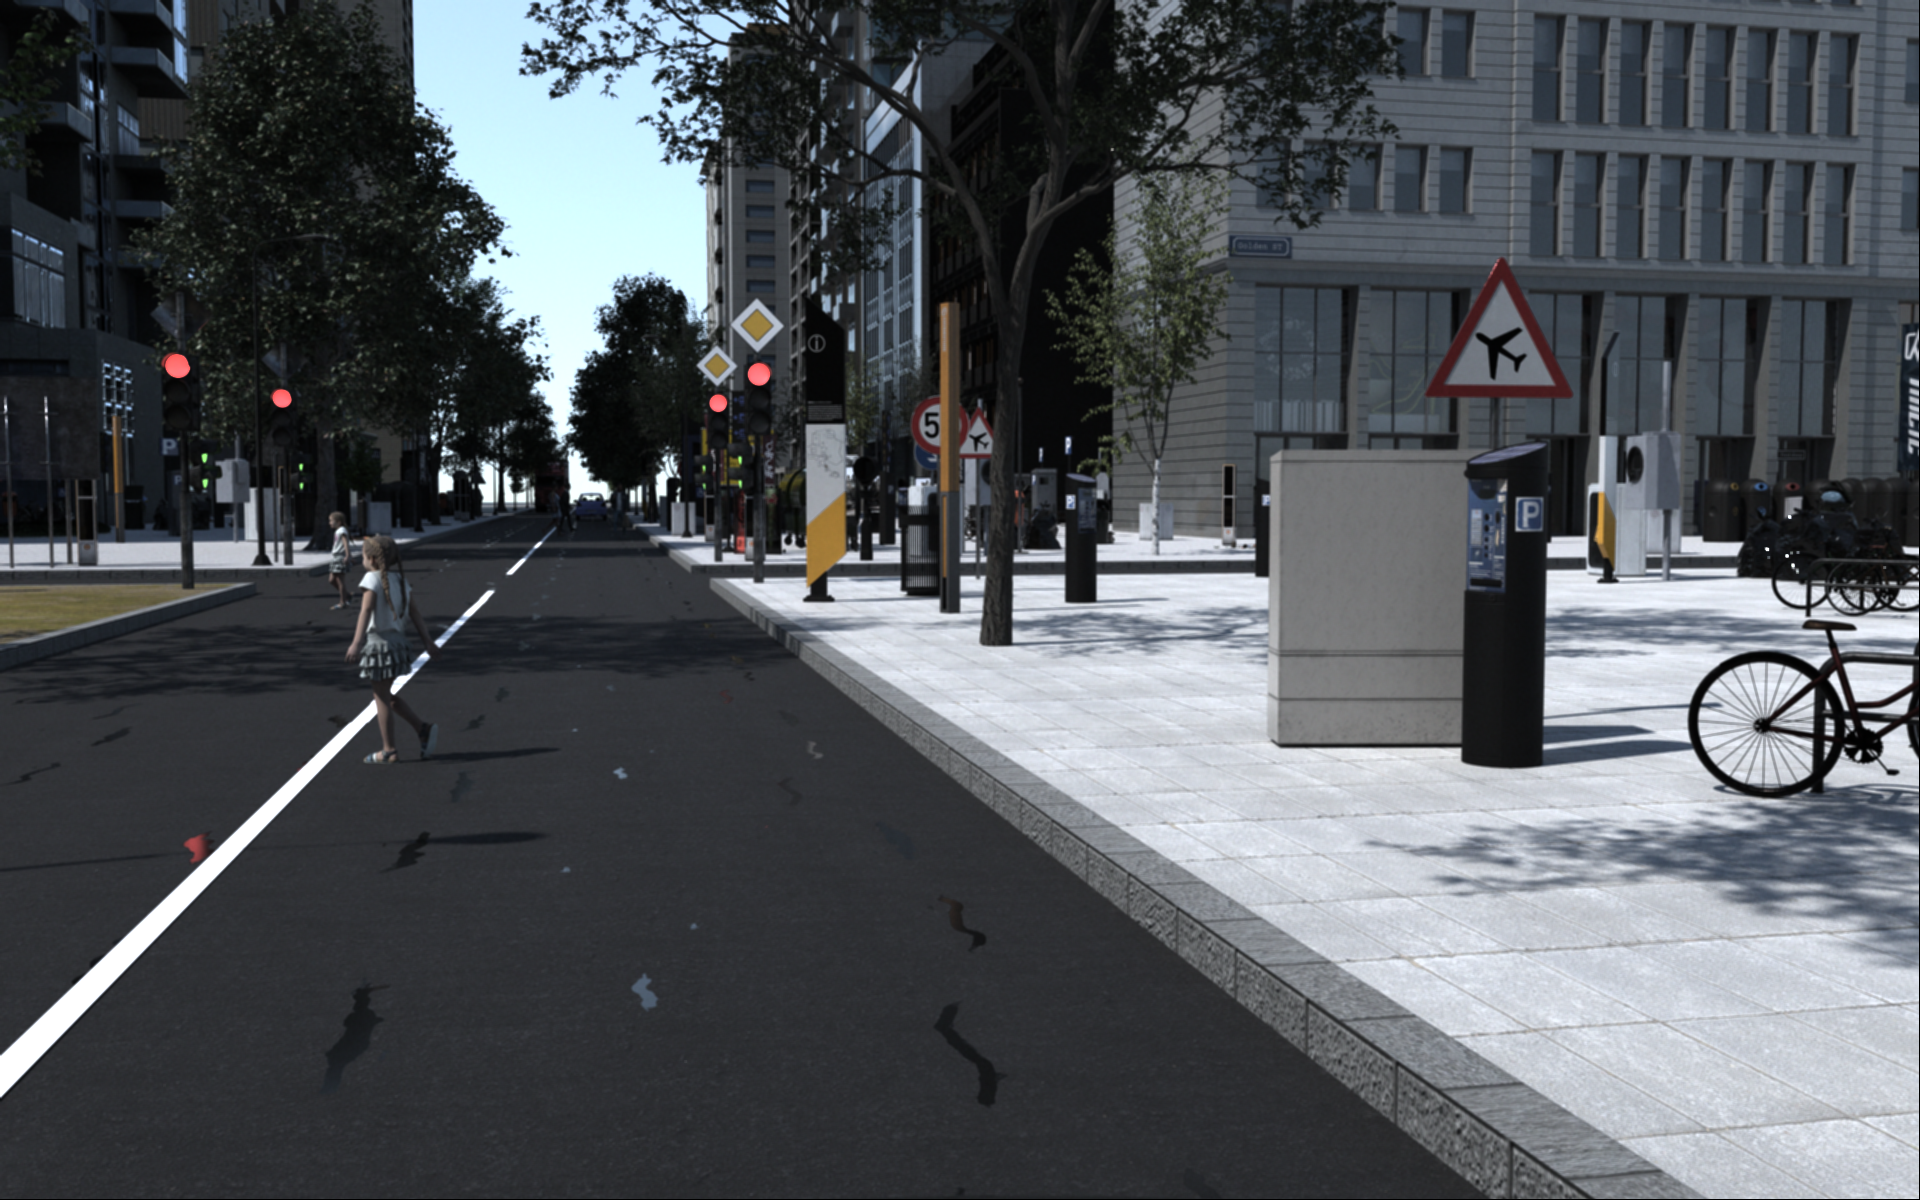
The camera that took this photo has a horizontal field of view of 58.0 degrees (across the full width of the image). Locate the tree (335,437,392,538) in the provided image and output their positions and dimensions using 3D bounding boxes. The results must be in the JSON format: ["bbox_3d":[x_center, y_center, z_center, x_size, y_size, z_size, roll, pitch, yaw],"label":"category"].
[{"bbox_3d":[-17.817,-3.475,51.418,1.663,3.219,1.824,0,3,0],"label":"tree"}]

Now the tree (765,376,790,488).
[{"bbox_3d":[-12.227,-9.524,106.080,4.737,8.622,4.395,0,3,0],"label":"tree"}]

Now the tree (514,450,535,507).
[{"bbox_3d":[-42.688,-13.542,171.768,4.737,8.622,4.395,0,3,0],"label":"tree"}]

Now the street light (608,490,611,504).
[{"bbox_3d":[-24.742,-9.403,126.276,1.470,5.913,1.316,-1,4,-12],"label":"street light"}]

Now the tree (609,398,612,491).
[{"bbox_3d":[-18.490,-9.204,100.850,4.737,8.622,4.395,0,3,0],"label":"tree"}]

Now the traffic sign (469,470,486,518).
[{"bbox_3d":[-25.496,-5.602,91.602,0.884,2.594,0.081,-1,4,-11],"label":"traffic sign"}]

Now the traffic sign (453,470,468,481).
[{"bbox_3d":[-26.268,-5.561,91.026,0.768,2.556,0.104,0,4,-8],"label":"traffic sign"}]

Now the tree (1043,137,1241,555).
[{"bbox_3d":[4.025,-5.255,36.285,4.737,8.622,4.395,0,3,0],"label":"tree"}]

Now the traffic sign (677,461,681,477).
[{"bbox_3d":[-9.681,-3.771,61.770,0.768,2.556,0.104,0,4,-5],"label":"traffic sign"}]

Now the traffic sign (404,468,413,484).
[{"bbox_3d":[-26.740,-5.167,84.584,0.768,2.556,0.104,0,4,-5],"label":"traffic sign"}]

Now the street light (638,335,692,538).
[{"bbox_3d":[-8.588,-4.789,50.848,1.470,5.913,1.316,-1,4,-12],"label":"street light"}]

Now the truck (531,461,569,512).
[{"bbox_3d":[-33.071,-9.261,140.336,2.839,4.237,11.283,-1,4,-11],"label":"truck"}]

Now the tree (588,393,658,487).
[{"bbox_3d":[-39.110,-17.085,197.473,7.486,12.596,7.792,0,3,0],"label":"tree"}]

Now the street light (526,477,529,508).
[{"bbox_3d":[-33.834,-9.855,133.664,1.470,5.913,1.316,-1,4,-12],"label":"street light"}]

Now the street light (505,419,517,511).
[{"bbox_3d":[-28.075,-8.194,106.507,1.470,5.913,1.316,-1,4,-12],"label":"street light"}]

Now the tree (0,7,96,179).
[{"bbox_3d":[-9.826,-5.349,13.212,9.928,11.665,9.643,0,3,0],"label":"tree"}]

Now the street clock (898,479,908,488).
[{"bbox_3d":[-2.695,-4.720,81.737,0.358,2.002,0.471,-3,4,-38],"label":"street clock"}]

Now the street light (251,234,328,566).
[{"bbox_3d":[-11.999,-3.577,31.020,1.470,5.913,1.316,-1,4,-12],"label":"street light"}]

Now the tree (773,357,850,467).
[{"bbox_3d":[-8.241,-8.811,94.429,4.360,8.622,3.978,0,3,0],"label":"tree"}]

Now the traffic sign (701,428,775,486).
[{"bbox_3d":[-6.818,-3.632,53.256,2.265,3.308,0.079,0,4,-7],"label":"traffic sign"}]

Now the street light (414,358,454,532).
[{"bbox_3d":[-17.729,-5.252,58.419,1.470,5.913,1.316,-1,4,-12],"label":"street light"}]

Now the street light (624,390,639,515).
[{"bbox_3d":[-14.347,-6.442,77.875,1.470,5.913,1.316,-1,4,-12],"label":"street light"}]

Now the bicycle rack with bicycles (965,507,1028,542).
[{"bbox_3d":[0.170,-2.080,47.395,2.925,0.926,2.852,1,4,23],"label":"bicycle rack with bicycles"}]

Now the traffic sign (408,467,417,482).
[{"bbox_3d":[-24.723,-4.834,79.043,0.884,2.594,0.081,0,4,-7],"label":"traffic sign"}]

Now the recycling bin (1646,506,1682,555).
[{"bbox_3d":[14.961,-1.497,37.027,0.722,1.027,0.722,1,4,9],"label":"recycling bin"}]

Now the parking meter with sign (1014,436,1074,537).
[{"bbox_3d":[2.514,-3.413,52.069,1.738,3.016,0.543,-1,4,-17],"label":"parking meter with sign"}]

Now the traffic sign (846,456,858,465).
[{"bbox_3d":[-2.983,-2.662,45.650,0.606,2.300,0.079,0,4,-3],"label":"traffic sign"}]

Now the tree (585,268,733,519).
[{"bbox_3d":[-15.800,-10.460,88.025,9.611,12.733,9.660,0,3,0],"label":"tree"}]

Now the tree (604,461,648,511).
[{"bbox_3d":[-25.851,-9.204,134.206,4.285,4.588,4.351,0,3,0],"label":"tree"}]

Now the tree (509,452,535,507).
[{"bbox_3d":[-44.410,-13.934,178.188,4.360,8.622,3.978,0,3,0],"label":"tree"}]

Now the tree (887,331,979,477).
[{"bbox_3d":[-1.431,-7.788,77.696,4.360,8.622,3.978,0,3,0],"label":"tree"}]

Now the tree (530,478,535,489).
[{"bbox_3d":[-53.323,-14.582,222.129,4.285,4.588,4.351,0,3,0],"label":"tree"}]

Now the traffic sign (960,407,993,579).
[{"bbox_3d":[0.271,-1.589,25.980,0.884,2.594,0.081,-1,4,-10],"label":"traffic sign"}]

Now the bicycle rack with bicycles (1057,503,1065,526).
[{"bbox_3d":[3.830,-3.406,69.077,2.925,0.926,2.852,-1,4,-18],"label":"bicycle rack with bicycles"}]

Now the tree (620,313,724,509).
[{"bbox_3d":[-11.722,-7.378,70.993,4.360,8.622,3.978,0,3,0],"label":"tree"}]

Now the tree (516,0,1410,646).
[{"bbox_3d":[0.261,-4.871,14.060,8.767,10.594,7.601,0,4,4],"label":"tree"}]

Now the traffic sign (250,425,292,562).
[{"bbox_3d":[-12.853,-1.987,32.489,0.884,2.594,0.081,0,4,-4],"label":"traffic sign"}]

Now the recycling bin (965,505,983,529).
[{"bbox_3d":[0.531,-3.091,63.085,0.722,1.027,0.722,0,4,-1],"label":"recycling bin"}]

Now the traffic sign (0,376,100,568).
[{"bbox_3d":[-16.103,-2.207,29.956,2.265,3.308,0.079,-1,4,-10],"label":"traffic sign"}]

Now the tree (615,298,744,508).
[{"bbox_3d":[-10.224,-6.952,64.027,4.737,8.622,4.395,0,3,0],"label":"tree"}]

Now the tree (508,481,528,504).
[{"bbox_3d":[-39.969,-9.877,156.093,1.663,3.219,1.824,0,3,0],"label":"tree"}]

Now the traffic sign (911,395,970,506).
[{"bbox_3d":[-0.260,-1.368,22.470,0.768,2.556,0.104,0,4,-5],"label":"traffic sign"}]

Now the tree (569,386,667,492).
[{"bbox_3d":[-31.293,-15.490,159.916,9.857,13.997,8.962,0,3,0],"label":"tree"}]

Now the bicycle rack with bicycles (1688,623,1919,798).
[{"bbox_3d":[4.961,0.372,7.305,2.925,0.926,2.852,3,5,42],"label":"bicycle rack with bicycles"}]

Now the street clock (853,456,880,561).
[{"bbox_3d":[-1.808,-1.766,33.450,0.471,2.002,0.358,1,4,22],"label":"street clock"}]

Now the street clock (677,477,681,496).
[{"bbox_3d":[-12.273,-4.287,74.660,0.471,2.002,0.358,-3,5,-41],"label":"street clock"}]

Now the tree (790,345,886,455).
[{"bbox_3d":[-5.453,-8.260,85.418,4.737,8.622,4.395,0,3,0],"label":"tree"}]

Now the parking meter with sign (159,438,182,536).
[{"bbox_3d":[-24.040,-3.475,53.085,0.543,3.016,1.738,-3,4,-36],"label":"parking meter with sign"}]

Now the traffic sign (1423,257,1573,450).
[{"bbox_3d":[2.970,-0.589,9.627,0.884,2.594,0.081,-1,4,-11],"label":"traffic sign"}]

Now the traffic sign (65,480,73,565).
[{"bbox_3d":[-16.184,-1.915,31.420,0.768,2.556,0.104,0,4,-5],"label":"traffic sign"}]

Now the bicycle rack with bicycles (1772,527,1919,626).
[{"bbox_3d":[10.079,-0.301,18.297,2.925,0.926,2.852,3,5,45],"label":"bicycle rack with bicycles"}]

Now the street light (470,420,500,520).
[{"bbox_3d":[-23.472,-6.887,85.139,1.470,5.913,1.316,-1,4,-12],"label":"street light"}]

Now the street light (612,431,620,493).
[{"bbox_3d":[-20.232,-8.114,105.208,1.470,5.913,1.316,-1,4,-12],"label":"street light"}]

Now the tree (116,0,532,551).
[{"bbox_3d":[-14.531,-7.492,39.507,9.611,12.733,9.660,0,3,0],"label":"tree"}]

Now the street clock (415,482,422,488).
[{"bbox_3d":[-26.051,-4.808,83.183,0.358,2.002,0.471,1,4,15],"label":"street clock"}]

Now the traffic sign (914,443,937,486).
[{"bbox_3d":[-0.584,-2.225,36.491,0.768,2.556,0.104,0,4,-7],"label":"traffic sign"}]

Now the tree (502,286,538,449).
[{"bbox_3d":[-21.622,-8.892,71.145,9.928,11.665,9.643,0,3,0],"label":"tree"}]

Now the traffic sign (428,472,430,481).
[{"bbox_3d":[-24.819,-4.830,81.101,0.606,2.300,0.079,-1,4,-9],"label":"traffic sign"}]
